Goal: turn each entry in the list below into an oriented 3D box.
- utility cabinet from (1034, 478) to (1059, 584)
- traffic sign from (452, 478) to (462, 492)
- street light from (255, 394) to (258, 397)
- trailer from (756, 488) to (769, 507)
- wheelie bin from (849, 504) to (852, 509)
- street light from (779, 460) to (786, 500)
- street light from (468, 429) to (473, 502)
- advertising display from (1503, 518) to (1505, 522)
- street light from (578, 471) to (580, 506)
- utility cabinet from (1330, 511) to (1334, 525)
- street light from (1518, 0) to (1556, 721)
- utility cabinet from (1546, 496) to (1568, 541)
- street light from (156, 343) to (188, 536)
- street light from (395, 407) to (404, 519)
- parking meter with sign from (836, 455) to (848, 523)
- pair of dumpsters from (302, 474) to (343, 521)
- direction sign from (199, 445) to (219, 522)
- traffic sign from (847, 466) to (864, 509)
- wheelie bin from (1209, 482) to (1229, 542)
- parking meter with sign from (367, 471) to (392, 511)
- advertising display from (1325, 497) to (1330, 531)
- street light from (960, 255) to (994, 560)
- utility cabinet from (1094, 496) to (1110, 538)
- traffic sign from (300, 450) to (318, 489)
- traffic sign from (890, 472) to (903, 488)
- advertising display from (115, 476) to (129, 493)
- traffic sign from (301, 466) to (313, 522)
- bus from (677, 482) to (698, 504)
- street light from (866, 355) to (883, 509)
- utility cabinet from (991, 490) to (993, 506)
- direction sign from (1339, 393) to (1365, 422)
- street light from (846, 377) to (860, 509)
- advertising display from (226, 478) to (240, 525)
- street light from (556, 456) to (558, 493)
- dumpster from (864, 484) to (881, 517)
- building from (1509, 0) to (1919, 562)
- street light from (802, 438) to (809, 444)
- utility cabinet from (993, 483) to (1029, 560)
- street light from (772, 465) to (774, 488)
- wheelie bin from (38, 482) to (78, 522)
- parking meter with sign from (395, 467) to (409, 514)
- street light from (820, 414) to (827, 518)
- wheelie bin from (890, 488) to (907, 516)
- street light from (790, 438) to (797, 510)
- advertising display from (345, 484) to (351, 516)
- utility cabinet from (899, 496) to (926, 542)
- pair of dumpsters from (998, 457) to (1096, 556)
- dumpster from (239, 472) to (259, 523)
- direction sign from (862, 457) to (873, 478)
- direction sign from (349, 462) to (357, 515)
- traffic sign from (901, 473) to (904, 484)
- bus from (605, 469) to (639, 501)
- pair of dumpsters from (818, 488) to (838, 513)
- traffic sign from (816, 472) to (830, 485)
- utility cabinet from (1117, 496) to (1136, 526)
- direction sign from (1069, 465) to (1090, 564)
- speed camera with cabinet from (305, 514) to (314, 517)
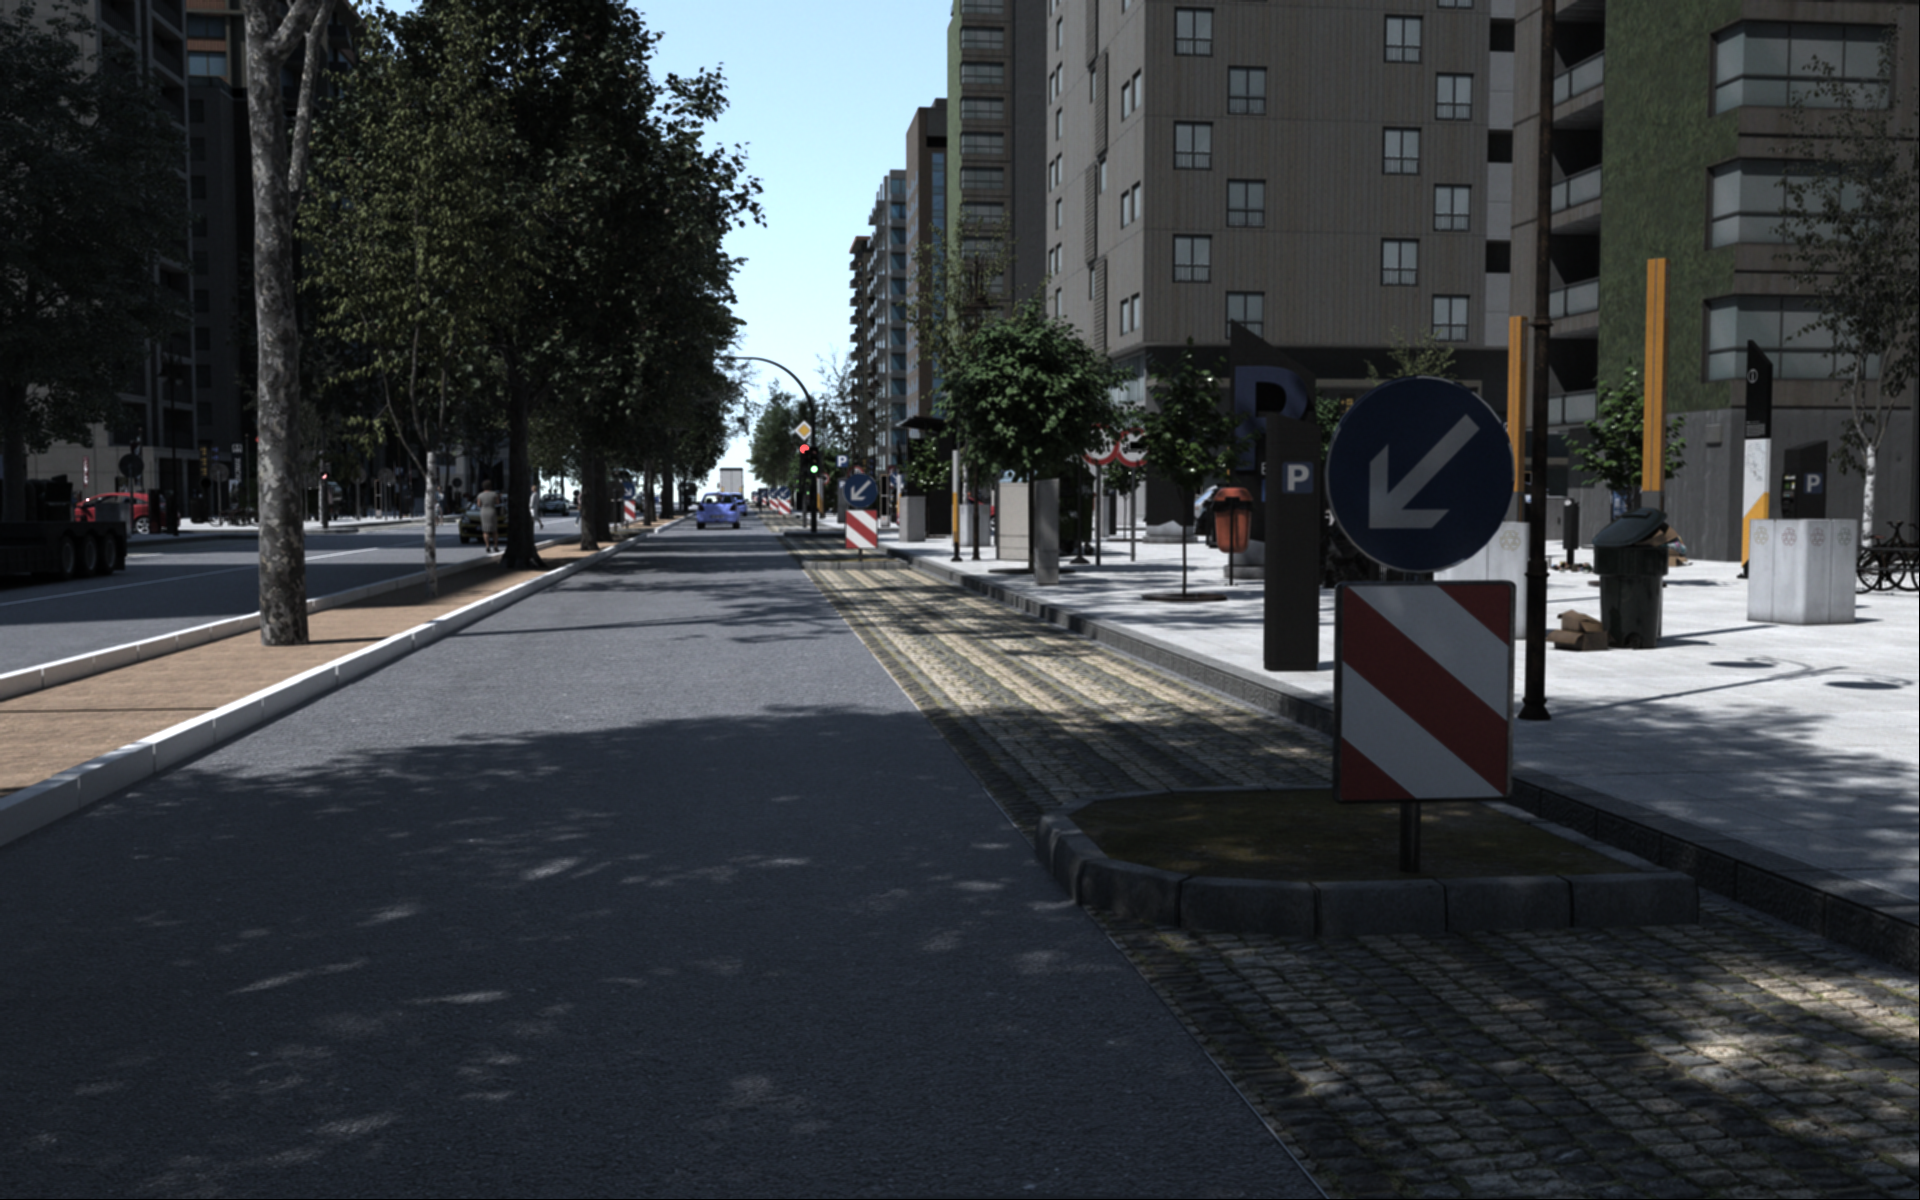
[{"bbox_3d":[1.226,-0.988,24.835,0.318,1.500,1.173,0,4,0],"label":"utility cabinet"},{"bbox_3d":[-39.457,-8.307,135.921,0.768,2.556,0.104,0,4,-2],"label":"traffic sign"},{"bbox_3d":[-25.432,-5.557,63.652,0.468,5.910,1.993,0,4,-7],"label":"street light"},{"bbox_3d":[-19.202,-9.899,168.898,1.471,1.999,3.904,-1,4,-8],"label":"trailer"},{"bbox_3d":[-8.062,-7.238,126.249,0.980,1.594,0.693,-1,4,-17],"label":"wheelie bin"},{"bbox_3d":[-16.984,-11.937,167.957,0.468,5.910,1.993,0,4,-7],"label":"street light"},{"bbox_3d":[-31.525,-8.497,111.714,0.468,5.910,1.993,0,4,-7],"label":"street light"},{"bbox_3d":[10.948,-1.789,34.460,0.123,1.923,0.974,0,4,8],"label":"advertising display"},{"bbox_3d":[-41.096,-13.086,186.736,0.468,5.910,1.993,0,4,-7],"label":"street light"},{"bbox_3d":[9.296,-1.880,41.893,0.306,1.237,1.020,3,5,40],"label":"utility cabinet"},{"bbox_3d":[3.281,-2.259,9.717,0.468,5.910,1.993,0,4,-7],"label":"street light"},{"bbox_3d":[16.334,-2.250,47.941,1.020,1.237,0.306,-2,4,-26],"label":"utility cabinet"},{"bbox_3d":[-23.985,-4.895,52.818,0.468,5.910,1.993,0,4,-7],"label":"street light"},{"bbox_3d":[-28.265,-7.005,87.323,0.468,5.910,1.993,0,4,-7],"label":"street light"},{"bbox_3d":[-5.211,-4.909,76.524,0.543,3.016,1.738,0,4,-3],"label":"parking meter with sign"},{"bbox_3d":[-30.962,-4.941,83.275,1.574,2.255,4.437,0,4,-7],"label":"pair of dumpsters"},{"bbox_3d":[-34.729,-5.394,80.196,0.876,3.537,0.379,0,4,-2],"label":"direction sign"},{"bbox_3d":[-4.672,-4.741,77.626,0.768,2.556,0.104,0,4,-3],"label":"traffic sign"},{"bbox_3d":[7.126,-2.359,46.482,0.693,1.594,0.980,-3,4,-36],"label":"wheelie bin"},{"bbox_3d":[-42.909,-8.059,128.028,1.738,3.016,0.543,-1,4,-16],"label":"parking meter with sign"},{"bbox_3d":[8.953,-2.309,42.968,0.974,1.923,0.123,0,4,-7],"label":"advertising display"},{"bbox_3d":[0.315,-3.723,33.654,0.468,5.910,1.993,0,4,-7],"label":"street light"},{"bbox_3d":[4.198,-2.454,51.291,0.306,1.237,1.020,1,4,14],"label":"utility cabinet"},{"bbox_3d":[-31.020,-5.303,80.584,2.265,3.308,0.079,0,4,0],"label":"traffic sign"},{"bbox_3d":[-3.617,-6.018,98.497,0.768,2.556,0.104,0,4,1],"label":"traffic sign"},{"bbox_3d":[-30.649,-3.558,63.391,0.123,1.923,0.974,0,4,-5],"label":"advertising display"},{"bbox_3d":[-29.711,-4.806,78.681,0.768,2.556,0.104,0,4,-1],"label":"traffic sign"},{"bbox_3d":[-40.063,-15.877,254.455,2.948,3.499,13.247,-1,4,-9],"label":"bus"},{"bbox_3d":[-2.857,-5.194,57.714,0.468,5.910,1.993,0,4,-7],"label":"street light"},{"bbox_3d":[2.031,-4.976,90.033,0.318,1.500,1.173,2,4,32],"label":"utility cabinet"},{"bbox_3d":[8.953,-2.873,38.965,0.876,3.537,0.379,2,4,25],"label":"direction sign"},{"bbox_3d":[-4.223,-5.861,68.610,0.468,5.910,1.993,0,4,-7],"label":"street light"},{"bbox_3d":[-29.967,-4.048,71.400,0.123,1.923,0.974,0,4,2],"label":"advertising display"},{"bbox_3d":[-38.031,-11.640,163.095,0.468,5.910,1.993,0,4,-7],"label":"street light"},{"bbox_3d":[-5.040,-5.670,95.202,1.502,2.255,1.985,0,4,-7],"label":"dumpster"},{"bbox_3d":[20.548,-21.740,39.038,14.154,41.232,14.086,0,4,-7],"label":"building"},{"bbox_3d":[-10.356,-8.793,116.546,0.468,5.910,1.993,0,4,-7],"label":"street light"},{"bbox_3d":[1.250,-1.502,33.230,1.173,1.500,0.318,3,5,39],"label":"utility cabinet"},{"bbox_3d":[-22.990,-14.863,215.791,0.468,5.910,1.993,0,4,-7],"label":"street light"},{"bbox_3d":[-24.035,-2.343,46.213,0.980,1.594,0.693,-1,4,-15],"label":"wheelie bin"},{"bbox_3d":[-35.748,-7.031,111.224,0.543,3.016,1.738,-2,4,-34],"label":"parking meter with sign"},{"bbox_3d":[-7.262,-7.318,92.438,0.468,5.910,1.993,0,4,-7],"label":"street light"},{"bbox_3d":[-3.198,-5.096,91.225,0.693,1.594,0.980,3,5,43],"label":"wheelie bin"},{"bbox_3d":[-13.842,-10.462,143.843,0.468,5.910,1.993,0,4,-7],"label":"street light"},{"bbox_3d":[-35.889,-5.893,101.567,0.123,1.923,0.974,-1,4,-10],"label":"advertising display"},{"bbox_3d":[-1.284,-2.154,46.380,0.306,1.237,1.020,2,4,26],"label":"utility cabinet"},{"bbox_3d":[1.880,-2.153,37.703,1.574,2.255,4.437,0,4,-7],"label":"pair of dumpsters"},{"bbox_3d":[-31.574,-4.556,76.978,1.502,2.255,1.985,0,4,-7],"label":"dumpster"},{"bbox_3d":[-5.680,-7.020,106.774,0.876,3.537,0.379,1,4,20],"label":"direction sign"},{"bbox_3d":[-37.992,-7.120,108.402,0.876,3.537,0.379,2,4,32],"label":"direction sign"},{"bbox_3d":[-3.651,-6.224,101.876,0.768,2.556,0.104,0,4,-3],"label":"traffic sign"},{"bbox_3d":[-33.481,-10.993,171.277,2.896,3.916,12.252,0,4,-7],"label":"bus"},{"bbox_3d":[-8.904,-7.020,117.270,1.574,2.255,4.437,0,4,-7],"label":"pair of dumpsters"},{"bbox_3d":[-7.874,-6.090,99.676,0.768,2.556,0.104,0,4,-4],"label":"traffic sign"},{"bbox_3d":[6.677,-3.567,69.479,0.306,1.237,1.020,-2,4,-27],"label":"utility cabinet"},{"bbox_3d":[2.206,-2.433,31.783,0.379,3.537,0.876,3,5,40],"label":"direction sign"},{"bbox_3d":[-37.004,-6.369,98.469,0.660,3.252,2.038,-1,4,-14],"label":"speed camera with cabinet"}]
